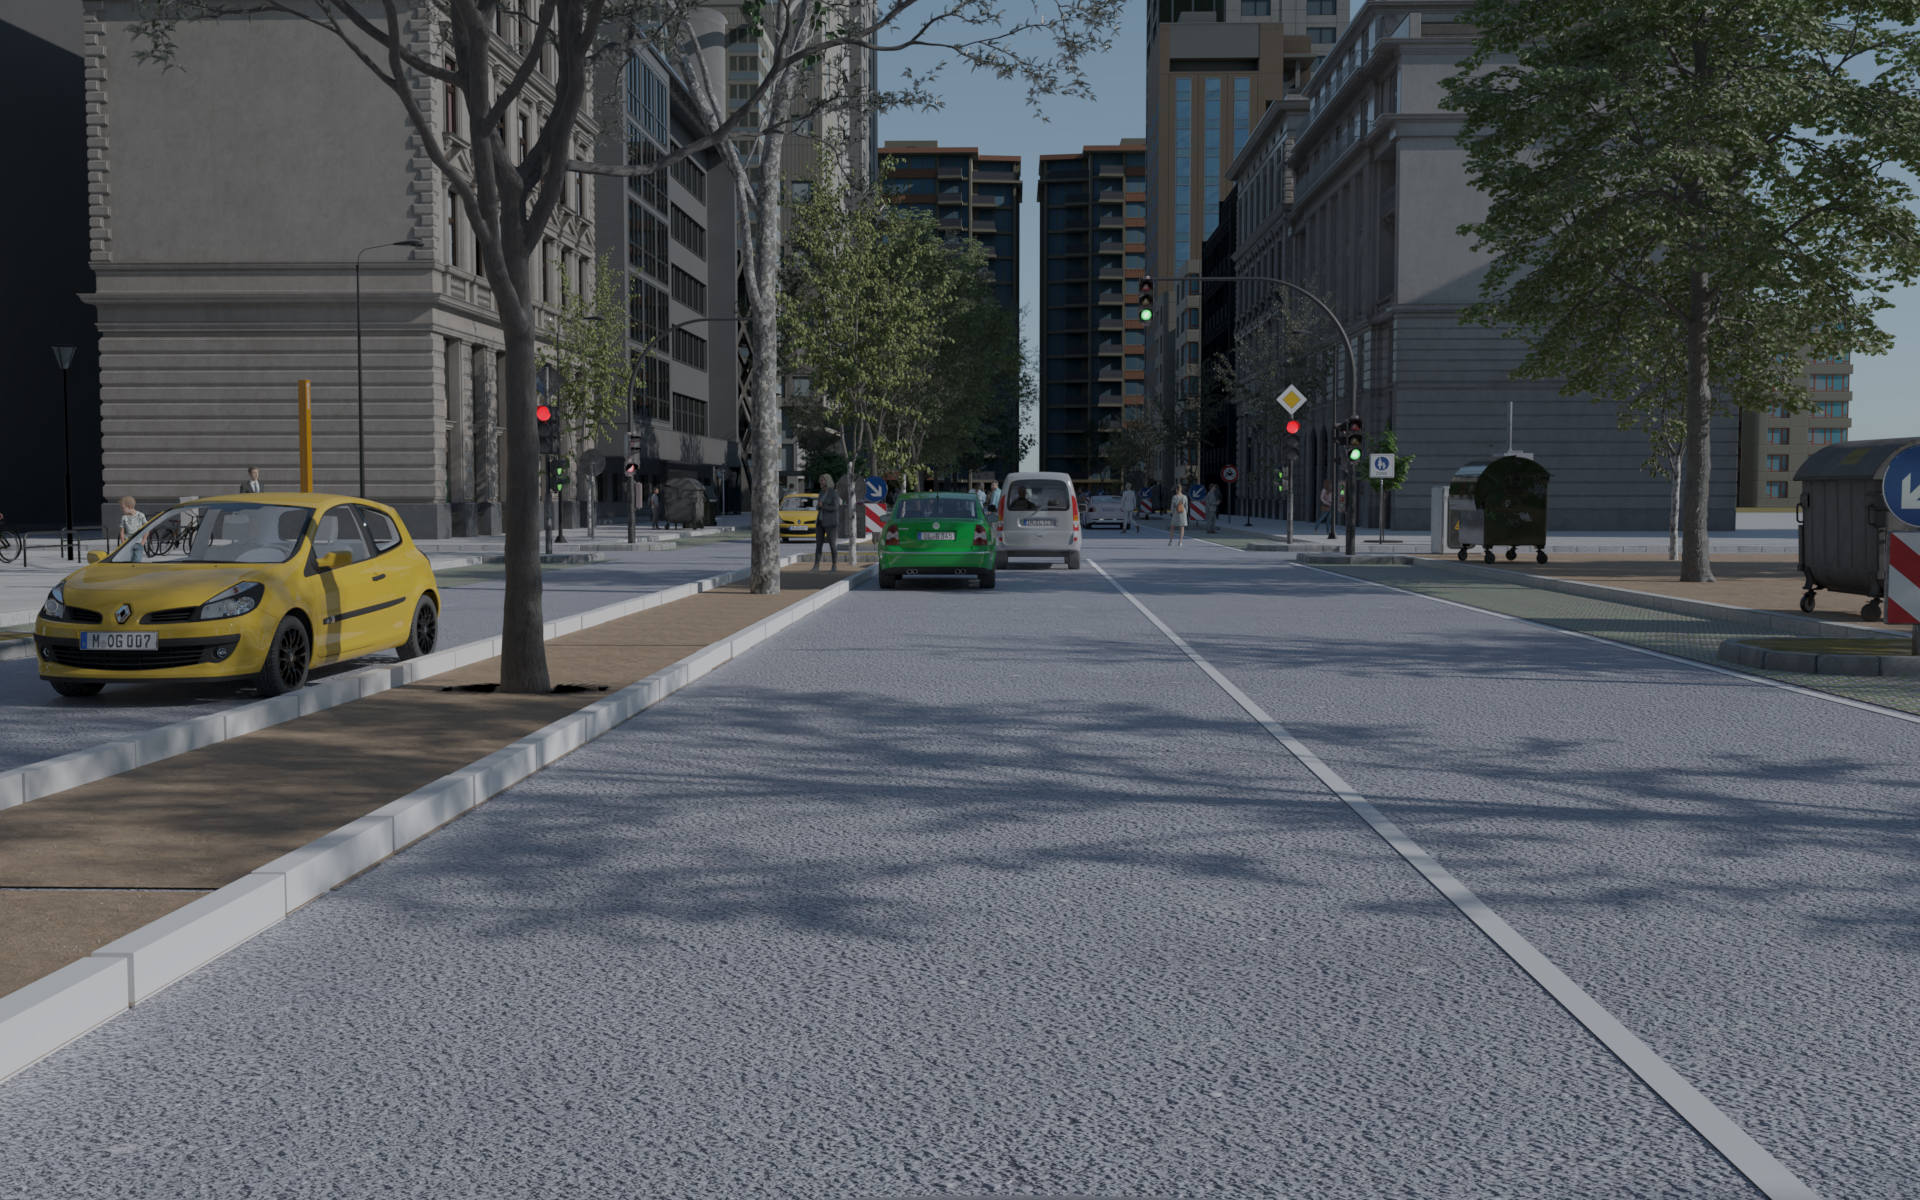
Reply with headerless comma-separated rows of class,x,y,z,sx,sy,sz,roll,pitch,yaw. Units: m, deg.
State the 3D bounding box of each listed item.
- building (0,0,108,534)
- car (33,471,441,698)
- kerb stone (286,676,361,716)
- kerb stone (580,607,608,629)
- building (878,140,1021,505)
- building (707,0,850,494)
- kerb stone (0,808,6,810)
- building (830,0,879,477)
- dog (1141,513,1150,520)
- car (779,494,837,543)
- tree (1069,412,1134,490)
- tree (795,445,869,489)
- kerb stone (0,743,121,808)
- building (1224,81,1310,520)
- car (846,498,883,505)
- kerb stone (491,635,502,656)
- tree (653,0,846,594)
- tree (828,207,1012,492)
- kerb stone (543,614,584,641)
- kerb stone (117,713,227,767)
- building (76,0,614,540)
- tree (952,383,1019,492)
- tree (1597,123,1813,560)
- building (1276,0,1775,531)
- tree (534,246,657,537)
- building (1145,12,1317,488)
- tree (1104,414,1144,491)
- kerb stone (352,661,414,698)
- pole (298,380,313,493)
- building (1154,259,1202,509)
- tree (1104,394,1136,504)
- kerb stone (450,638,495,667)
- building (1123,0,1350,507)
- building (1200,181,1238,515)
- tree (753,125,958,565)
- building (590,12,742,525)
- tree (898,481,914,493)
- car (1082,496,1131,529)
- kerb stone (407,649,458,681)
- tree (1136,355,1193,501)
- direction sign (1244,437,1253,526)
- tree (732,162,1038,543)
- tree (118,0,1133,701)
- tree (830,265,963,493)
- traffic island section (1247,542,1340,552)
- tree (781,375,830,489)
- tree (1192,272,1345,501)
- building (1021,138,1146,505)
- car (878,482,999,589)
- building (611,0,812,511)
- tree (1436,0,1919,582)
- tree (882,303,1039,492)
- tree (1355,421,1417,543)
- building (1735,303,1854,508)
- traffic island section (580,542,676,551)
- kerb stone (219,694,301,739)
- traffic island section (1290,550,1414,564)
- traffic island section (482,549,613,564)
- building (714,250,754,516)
building,-42.590,-15.985,54.861,24.014,27.812,14.314,0,4,2
car,-5.465,-0.196,13.431,2.015,1.641,3.980,0,4,3
kerb stone,-4.264,0.651,11.564,0.120,0.150,1.000,0,4,2
kerb stone,-4.018,0.213,18.740,0.120,0.150,1.000,0,4,2
building,-6.622,-34.421,217.412,28.867,44.769,22.147,0,4,2
building,-24.406,-34.760,157.557,28.713,52.752,27.495,0,4,2
kerb stone,-4.387,0.901,7.464,0.120,0.150,1.000,0,4,2
building,-19.559,-45.508,182.307,20.611,71.187,20.563,0,4,2
dog,10.074,-4.550,94.593,0.748,0.427,0.550,0,4,4
car,-4.626,-2.534,51.662,2.015,1.641,3.980,0,4,0
tree,16.291,-15.990,195.856,8.767,10.594,7.601,1,4,14
tree,-8.691,-7.663,109.007,4.285,4.588,4.351,0,3,0
kerb stone,-4.357,0.843,8.492,0.120,0.150,1.000,0,4,2
building,20.860,-16.156,93.036,11.050,23.489,19.941,0,4,2
car,-4.442,-4.040,74.731,2.281,1.827,5.304,0,4,3
kerb stone,-4.126,0.399,15.665,0.120,0.150,1.000,0,4,2
tree,-3.974,-10.197,25.065,12.611,20.169,13.585,0,3,0
tree,-1.680,-9.054,68.624,7.486,12.596,7.792,0,3,0
kerb stone,-4.062,0.274,17.719,0.120,0.150,1.000,0,4,2
kerb stone,-4.331,0.776,9.513,0.120,0.150,1.000,0,4,2
building,-19.152,-13.969,57.277,11.050,23.489,19.941,0,4,2
tree,-0.218,-10.537,100.497,9.928,11.665,9.643,0,3,0
tree,14.123,-5.087,33.536,4.360,8.622,3.978,0,3,0
building,21.352,-14.017,70.974,13.314,21.916,24.055,0,4,2
tree,-11.177,-6.222,52.095,4.737,8.622,4.395,0,3,0
building,24.972,-31.360,162.838,14.600,45.320,14.200,0,4,2
tree,14.684,-12.430,153.589,4.737,8.622,4.395,0,3,0
kerb stone,-4.228,0.587,12.597,0.120,0.150,1.000,0,4,2
pole,-11.704,-2.273,31.002,0.158,3.312,0.155,0,3,0
building,30.966,-18.154,141.853,27.650,21.520,28.899,0,4,2
tree,13.129,-10.622,124.025,4.360,8.622,3.978,0,3,0
kerb stone,-4.163,0.462,14.644,0.120,0.150,1.000,0,4,2
building,27.984,-45.330,179.398,20.563,71.187,20.611,0,4,2
building,22.462,-17.209,111.044,12.332,23.373,15.834,0,4,2
tree,-2.113,-4.972,34.119,4.737,8.622,4.395,0,3,0
building,-19.792,-16.095,82.226,14.314,24.678,30.058,0,4,2
tree,-6.311,-12.315,195.949,1.663,3.219,1.824,0,3,0
car,6.047,-3.626,71.642,2.083,1.381,4.827,0,4,2
kerb stone,-4.193,0.524,13.621,0.120,0.150,1.000,0,4,2
tree,11.751,-8.494,89.238,4.360,8.622,3.978,0,3,0
direction sign,11.528,-4.715,69.092,0.379,3.537,0.876,1,4,18
tree,-2.234,-6.756,47.327,8.767,10.594,7.601,0,4,2
tree,-3.114,-6.062,11.946,12.009,13.543,11.850,0,3,0
tree,-1.823,-6.252,55.043,4.360,8.622,3.978,0,3,0
traffic island section,8.484,-1.356,44.457,2.009,0.180,2.903,0,4,2
tree,-8.799,-9.370,103.554,4.360,8.622,3.978,0,3,0
tree,10.800,-6.555,57.532,4.360,8.622,3.978,0,3,0
building,22.400,-34.330,215.921,28.867,44.769,22.147,0,4,2
car,-0.340,-1.153,27.647,1.959,1.807,4.718,0,4,0
building,-26.749,-26.933,132.233,32.217,40.220,23.993,0,4,2
tree,10.512,-6.514,24.633,7.486,12.596,7.792,0,3,0
tree,-0.656,-10.449,90.311,9.611,12.733,9.660,0,3,0
tree,11.286,-3.126,45.719,1.663,3.219,1.824,0,3,0
building,69.581,-20.267,176.410,28.899,21.520,27.650,0,4,2
traffic island section,-8.549,-1.390,45.007,2.009,0.180,2.903,0,4,2
kerb stone,-4.293,0.717,10.535,0.120,0.150,1.000,0,4,2
traffic island section,8.227,-0.868,36.476,2.009,0.180,2.903,0,4,2
traffic island section,-8.805,-0.902,37.026,2.009,0.180,2.903,0,4,2
building,-20.367,-14.618,106.463,16.820,18.784,16.811,0,4,2
